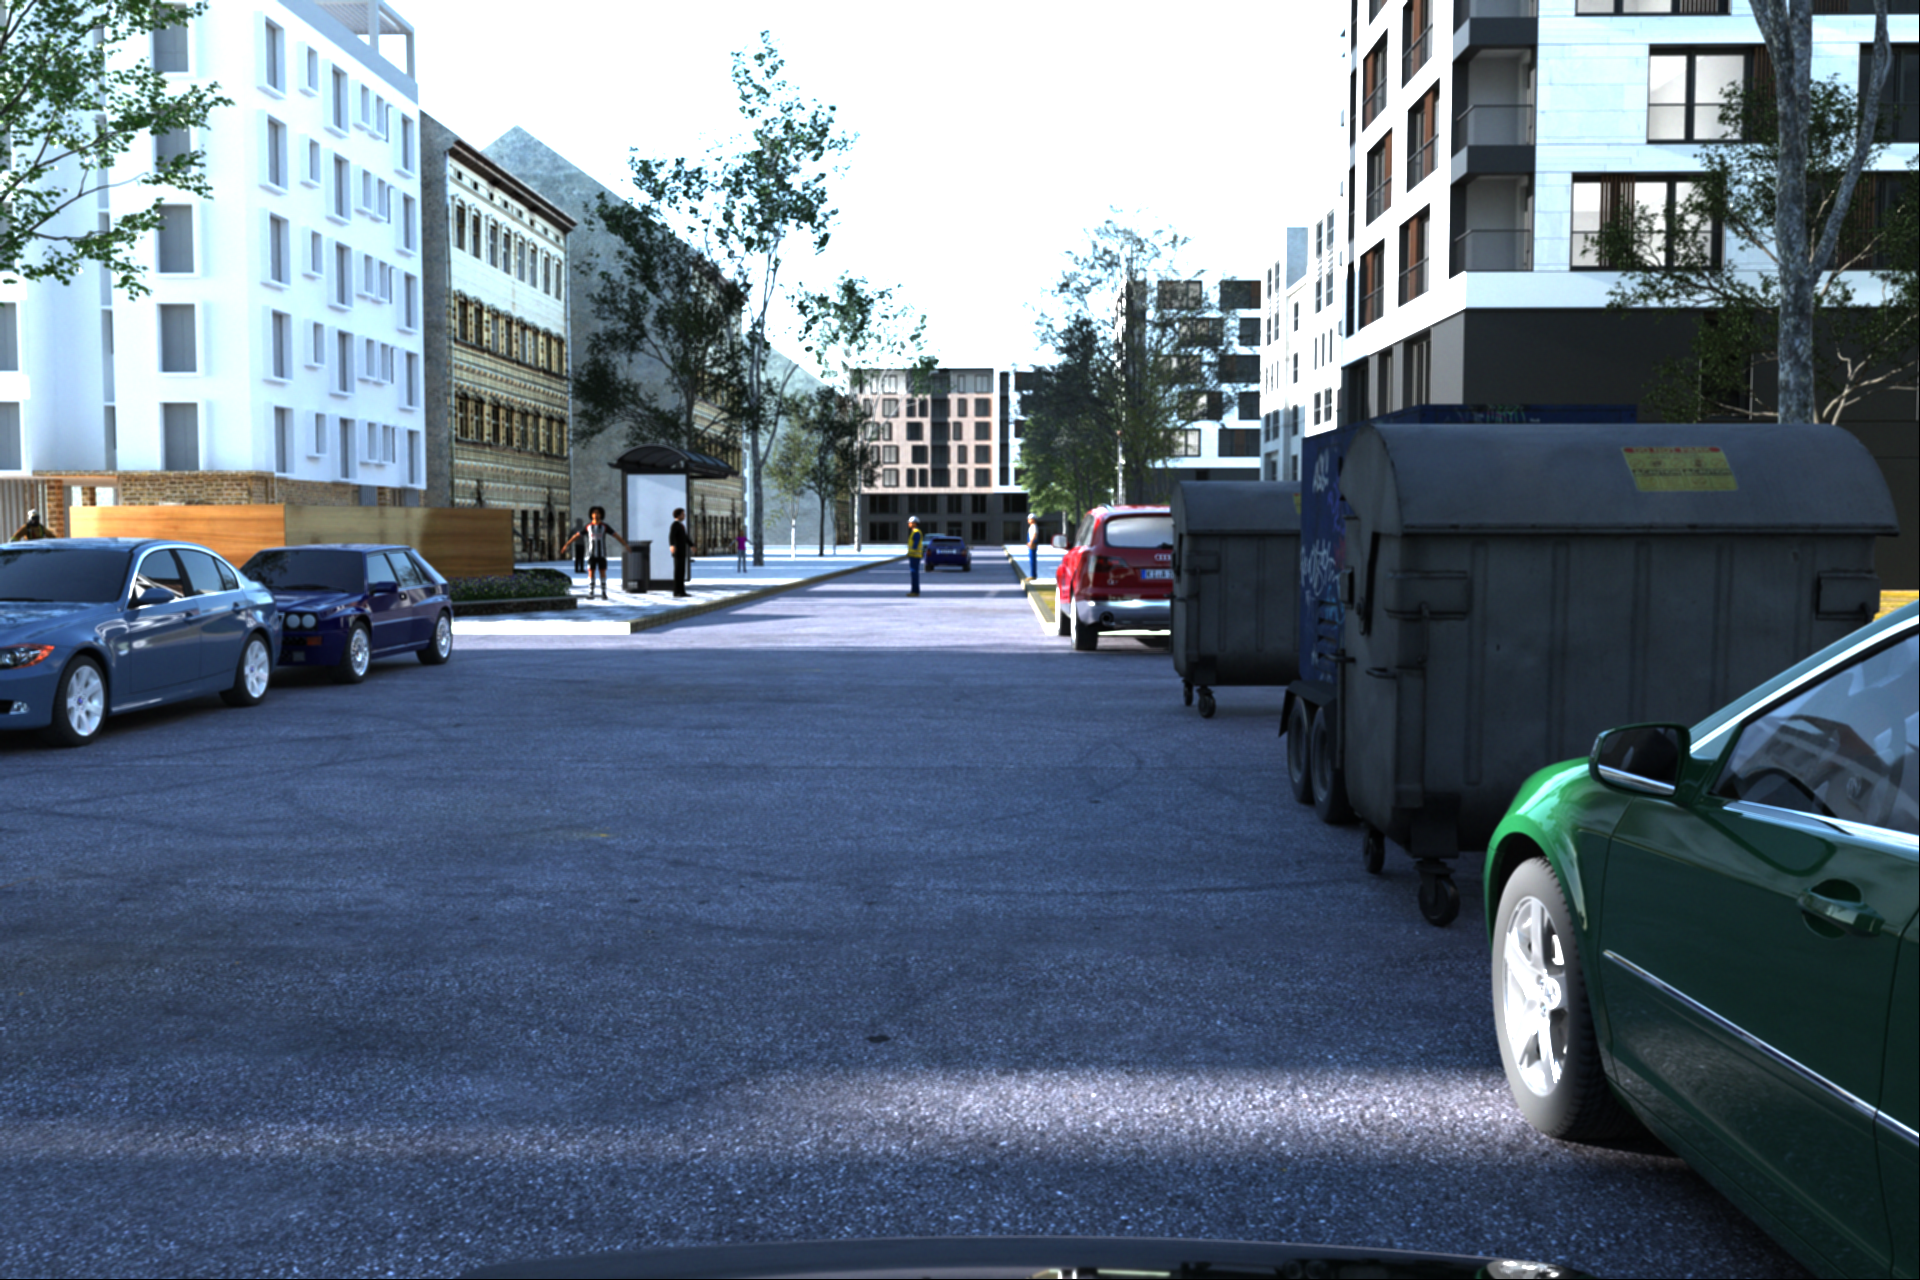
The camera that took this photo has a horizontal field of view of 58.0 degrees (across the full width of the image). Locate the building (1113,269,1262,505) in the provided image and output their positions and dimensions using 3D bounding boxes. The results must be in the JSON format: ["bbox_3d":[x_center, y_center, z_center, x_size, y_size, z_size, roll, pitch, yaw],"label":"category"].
[{"bbox_3d":[27.041,-18.704,149.788,27.936,21.610,32.646,0,4,1],"label":"building"}]

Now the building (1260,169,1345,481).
[{"bbox_3d":[26.942,-13.821,92.435,16.747,18.905,31.486,0,4,1],"label":"building"}]

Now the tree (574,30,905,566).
[{"bbox_3d":[-8.618,-12.963,67.829,12.611,20.169,13.585,0,3,0],"label":"tree"}]

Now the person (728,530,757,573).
[{"bbox_3d":[-7.259,-2.967,57.774,0.991,1.433,0.599,-2,4,-24],"label":"person"}]

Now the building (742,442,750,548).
[{"bbox_3d":[-24.050,-13.399,161.227,9.099,9.664,28.070,0,4,0],"label":"building"}]

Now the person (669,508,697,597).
[{"bbox_3d":[-5.678,-1.777,35.243,0.705,1.806,1.347,1,4,10],"label":"person"}]

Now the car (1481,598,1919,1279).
[{"bbox_3d":[2.280,0.555,2.732,2.131,1.459,4.920,0,3,0],"label":"car"}]

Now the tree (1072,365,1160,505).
[{"bbox_3d":[7.133,-7.635,75.195,4.360,8.622,3.978,0,3,0],"label":"tree"}]

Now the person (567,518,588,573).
[{"bbox_3d":[-12.500,-3.114,57.039,1.348,1.813,0.705,2,4,33],"label":"person"}]

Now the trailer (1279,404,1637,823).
[{"bbox_3d":[2.502,-0.156,9.598,1.471,1.999,3.904,0,4,0],"label":"trailer"}]

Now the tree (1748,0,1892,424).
[{"bbox_3d":[7.749,-9.928,18.213,12.611,20.169,13.585,0,3,0],"label":"tree"}]

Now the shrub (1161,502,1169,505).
[{"bbox_3d":[4.513,-2.002,36.773,1.661,2.075,1.752,0,3,0],"label":"shrub"}]

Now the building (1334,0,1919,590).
[{"bbox_3d":[25.718,-12.905,54.966,27.936,21.610,32.646,0,4,1],"label":"building"}]

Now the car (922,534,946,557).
[{"bbox_3d":[-1.544,-5.849,107.421,2.131,1.459,4.920,0,4,2],"label":"car"}]

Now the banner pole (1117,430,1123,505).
[{"bbox_3d":[3.852,-3.158,41.646,0.401,3.779,0.863,0,4,2],"label":"banner pole"}]

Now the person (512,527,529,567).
[{"bbox_3d":[-15.514,-3.257,59.527,1.348,1.796,0.705,-1,4,-15],"label":"person"}]

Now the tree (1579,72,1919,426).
[{"bbox_3d":[16.636,-6.045,33.245,8.767,10.594,7.601,-1,4,-23],"label":"tree"}]

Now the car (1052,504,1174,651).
[{"bbox_3d":[2.381,-0.863,22.783,2.281,1.827,5.304,0,4,0],"label":"car"}]

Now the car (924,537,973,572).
[{"bbox_3d":[-0.462,-3.332,67.053,1.945,1.354,3.894,0,4,2],"label":"car"}]

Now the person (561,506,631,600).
[{"bbox_3d":[-7.123,-1.702,33.979,1.345,1.843,0.704,0,4,-5],"label":"person"}]

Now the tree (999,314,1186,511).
[{"bbox_3d":[7.245,-11.408,96.883,12.009,13.543,11.850,0,3,0],"label":"tree"}]

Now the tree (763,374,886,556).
[{"bbox_3d":[-7.715,-10.128,100.012,7.601,10.594,8.767,-2,4,-29],"label":"tree"}]

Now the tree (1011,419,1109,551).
[{"bbox_3d":[7.553,-12.979,130.332,7.486,12.596,7.792,0,3,0],"label":"tree"}]

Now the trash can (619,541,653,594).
[{"bbox_3d":[-7.018,-1.581,37.505,0.748,1.137,0.748,0,3,0],"label":"trash can"}]

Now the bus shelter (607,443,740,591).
[{"bbox_3d":[-6.730,-2.905,41.419,2.014,3.302,5.546,0,4,3],"label":"bus shelter"}]

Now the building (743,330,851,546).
[{"bbox_3d":[-22.466,-22.303,195.578,19.493,23.208,18.063,0,4,1],"label":"building"}]

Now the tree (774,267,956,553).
[{"bbox_3d":[-6.644,-16.236,121.354,12.611,20.169,13.585,0,3,0],"label":"tree"}]

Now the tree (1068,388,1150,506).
[{"bbox_3d":[6.899,-8.173,83.984,4.360,8.622,3.978,0,3,0],"label":"tree"}]

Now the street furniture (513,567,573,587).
[{"bbox_3d":[-12.423,-1.493,40.032,5.734,0.657,10.072,0,4,5],"label":"street furniture"}]

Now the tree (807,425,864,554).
[{"bbox_3d":[-8.066,-9.844,111.310,4.360,8.622,3.978,0,3,0],"label":"tree"}]

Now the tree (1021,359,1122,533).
[{"bbox_3d":[7.309,-11.754,110.305,7.486,12.596,7.792,0,3,0],"label":"tree"}]

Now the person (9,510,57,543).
[{"bbox_3d":[-21.775,-2.142,40.793,0.705,1.858,1.354,3,5,40],"label":"person"}]

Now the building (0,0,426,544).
[{"bbox_3d":[-25.277,-11.932,51.516,16.016,20.090,11.380,0,4,2],"label":"building"}]

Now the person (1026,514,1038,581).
[{"bbox_3d":[1.988,-2.572,47.906,0.705,1.847,1.347,0,3,0],"label":"person"}]

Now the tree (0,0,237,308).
[{"bbox_3d":[-13.034,-5.840,21.235,9.928,11.665,9.643,0,3,0],"label":"tree"}]

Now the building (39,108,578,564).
[{"bbox_3d":[-28.477,-14.946,75.299,19.493,23.208,18.063,0,4,2],"label":"building"}]

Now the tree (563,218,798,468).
[{"bbox_3d":[-8.653,-7.205,52.215,8.767,10.594,7.601,2,4,35],"label":"tree"}]

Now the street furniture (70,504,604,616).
[{"bbox_3d":[-10.751,-1.249,27.269,11.010,1.723,9.812,2,4,26],"label":"street furniture"}]

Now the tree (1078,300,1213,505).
[{"bbox_3d":[6.420,-6.333,53.914,4.360,8.622,3.978,0,3,0],"label":"tree"}]

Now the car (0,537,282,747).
[{"bbox_3d":[-6.739,-0.072,13.183,2.014,1.417,4.499,0,4,1],"label":"car"}]

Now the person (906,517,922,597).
[{"bbox_3d":[-1.075,-1.921,39.834,0.705,1.833,1.349,0,4,-5],"label":"person"}]

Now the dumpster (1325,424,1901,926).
[{"bbox_3d":[2.454,0.087,6.786,1.865,1.857,1.264,0,4,1],"label":"dumpster"}]

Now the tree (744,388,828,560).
[{"bbox_3d":[-8.245,-8.348,86.844,4.360,8.622,3.978,0,3,0],"label":"tree"}]

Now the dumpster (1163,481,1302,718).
[{"bbox_3d":[2.619,-0.350,13.946,1.865,1.857,1.264,0,4,0],"label":"dumpster"}]

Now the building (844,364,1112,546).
[{"bbox_3d":[2.828,-22.935,221.419,32.646,21.610,27.936,0,4,4],"label":"building"}]

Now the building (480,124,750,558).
[{"bbox_3d":[-23.461,-16.606,102.443,19.493,23.208,18.063,0,4,2],"label":"building"}]

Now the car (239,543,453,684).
[{"bbox_3d":[-6.563,-0.319,17.798,1.945,1.354,3.894,0,4,2],"label":"car"}]

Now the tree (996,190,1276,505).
[{"bbox_3d":[6.381,-9.272,61.965,12.009,13.543,11.850,0,3,0],"label":"tree"}]
